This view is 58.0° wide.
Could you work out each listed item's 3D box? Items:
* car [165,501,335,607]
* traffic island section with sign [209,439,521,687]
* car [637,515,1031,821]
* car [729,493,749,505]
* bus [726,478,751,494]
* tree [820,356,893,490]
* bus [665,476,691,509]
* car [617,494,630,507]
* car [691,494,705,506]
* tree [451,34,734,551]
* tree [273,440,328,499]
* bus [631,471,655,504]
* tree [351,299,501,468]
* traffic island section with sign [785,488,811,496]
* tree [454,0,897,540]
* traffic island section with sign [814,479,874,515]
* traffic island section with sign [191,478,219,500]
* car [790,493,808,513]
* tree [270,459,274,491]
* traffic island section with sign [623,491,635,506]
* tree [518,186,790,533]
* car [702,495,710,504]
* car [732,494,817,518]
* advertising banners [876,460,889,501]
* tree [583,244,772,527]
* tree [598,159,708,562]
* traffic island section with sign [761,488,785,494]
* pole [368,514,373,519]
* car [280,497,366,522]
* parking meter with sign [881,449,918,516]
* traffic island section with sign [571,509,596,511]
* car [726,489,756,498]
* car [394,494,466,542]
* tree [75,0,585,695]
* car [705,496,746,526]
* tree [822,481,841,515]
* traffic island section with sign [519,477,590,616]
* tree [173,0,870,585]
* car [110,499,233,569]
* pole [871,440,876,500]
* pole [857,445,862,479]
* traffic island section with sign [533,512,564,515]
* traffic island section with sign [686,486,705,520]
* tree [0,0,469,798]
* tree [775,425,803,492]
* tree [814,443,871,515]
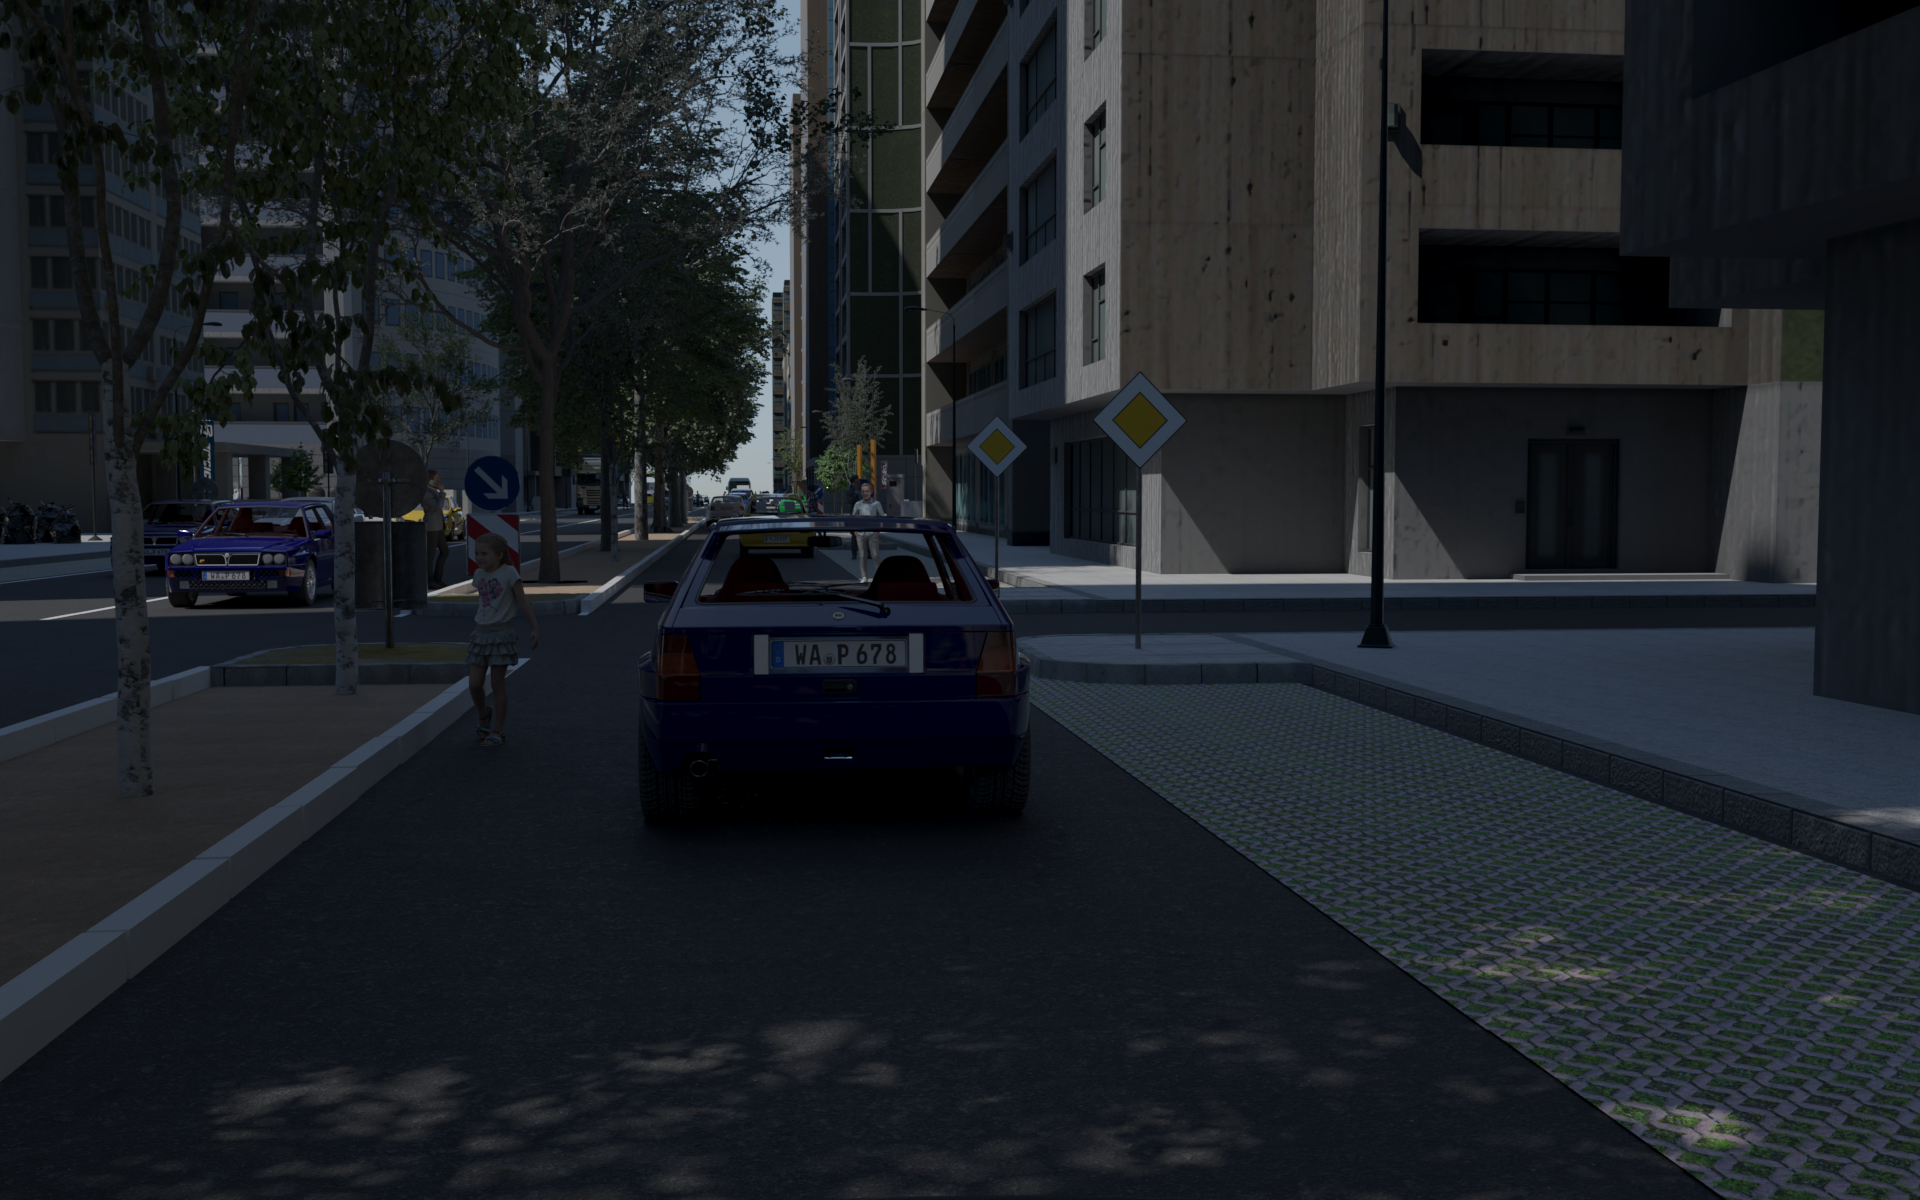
[{"bbox_3d":[-9.328,-0.654,23.270,1.945,1.354,3.894,0,4,-8],"label":"car"},{"bbox_3d":[-4.699,-0.349,13.847,2.006,1.907,1.989,0,4,-7],"label":"traffic island section with sign"},{"bbox_3d":[-0.696,0.218,9.012,1.945,1.354,3.894,0,4,-6],"label":"car"},{"bbox_3d":[-14.452,-6.313,112.802,1.945,1.707,3.694,0,4,-8],"label":"car"},{"bbox_3d":[-25.611,-12.582,200.572,2.948,3.499,13.247,0,4,-8],"label":"bus"},{"bbox_3d":[-5.697,-8.705,92.687,4.360,8.622,3.978,0,3,0],"label":"tree"},{"bbox_3d":[-27.063,-10.384,164.642,2.948,3.499,13.247,0,4,-7],"label":"bus"},{"bbox_3d":[-36.761,-10.737,187.544,2.014,1.417,4.499,0,4,-7],"label":"car"},{"bbox_3d":[-31.479,-12.047,206.762,2.009,1.686,4.222,0,4,-7],"label":"car"},{"bbox_3d":[-8.617,-7.454,42.453,7.486,12.596,7.792,0,3,0],"label":"tree"},{"bbox_3d":[-23.548,-4.138,62.260,1.663,3.219,1.824,0,3,0],"label":"tree"},{"bbox_3d":[-33.830,-12.048,188.526,2.896,3.916,12.252,0,4,-6],"label":"bus"},{"bbox_3d":[-26.137,-9.136,83.788,8.767,10.594,7.601,1,4,8],"label":"tree"},{"bbox_3d":[-6.106,-3.859,71.730,1.989,1.847,2.006,0,4,-7],"label":"traffic island section with sign"},{"bbox_3d":[-8.565,-11.871,52.438,12.611,20.169,13.585,0,3,0],"label":"tree"},{"bbox_3d":[-2.718,-2.224,44.988,1.989,1.847,2.006,0,4,-7],"label":"traffic island section with sign"},{"bbox_3d":[-18.592,-2.066,42.401,1.989,1.847,2.006,0,4,-7],"label":"traffic island section with sign"},{"bbox_3d":[-10.422,-6.069,108.032,1.959,1.807,4.718,-1,4,-9],"label":"car"},{"bbox_3d":[-32.165,-5.362,82.263,1.663,3.219,1.824,0,3,0],"label":"tree"},{"bbox_3d":[-38.672,-11.750,200.733,1.989,1.847,2.006,0,4,-7],"label":"traffic island section with sign"},{"bbox_3d":[-11.086,-8.819,63.661,9.611,12.733,9.660,0,3,0],"label":"tree"},{"bbox_3d":[-35.958,-14.071,242.639,1.945,1.354,3.894,-1,4,-9],"label":"car"},{"bbox_3d":[-4.315,-1.848,40.431,2.015,1.641,3.980,0,4,-7],"label":"car"},{"bbox_3d":[-4.445,-5.678,89.026,2.074,3.025,0.090,-3,5,-44],"label":"advertising banners"},{"bbox_3d":[-12.239,-10.088,74.050,9.857,13.997,8.962,0,3,0],"label":"tree"},{"bbox_3d":[-7.200,-5.079,35.864,4.360,8.622,3.978,0,3,0],"label":"tree"},{"bbox_3d":[-15.820,-8.541,148.274,1.989,1.847,2.006,0,4,-7],"label":"traffic island section with sign"},{"bbox_3d":[-29.994,-5.762,88.055,0.158,3.312,0.155,0,3,0],"label":"pole"},{"bbox_3d":[-14.912,-1.669,39.656,2.083,1.381,4.827,0,4,-6],"label":"car"},{"bbox_3d":[-2.514,-4.317,66.846,1.738,3.016,0.543,0,4,1],"label":"parking meter with sign"},{"bbox_3d":[-31.769,-8.418,146.269,1.989,1.847,2.006,0,4,-7],"label":"traffic island section with sign"},{"bbox_3d":[-15.261,-6.887,121.283,2.281,1.827,5.304,0,4,-7],"label":"car"},{"bbox_3d":[-16.241,-2.621,53.079,2.015,1.641,3.980,-1,4,-9],"label":"car"},{"bbox_3d":[-4.435,-3.638,12.308,4.737,8.622,4.395,0,3,0],"label":"tree"},{"bbox_3d":[-10.516,-4.034,78.320,2.083,1.381,4.827,0,4,-7],"label":"car"},{"bbox_3d":[-8.068,-6.970,108.555,1.663,3.219,1.824,0,3,0],"label":"tree"},{"bbox_3d":[-5.621,-0.799,21.196,2.006,1.907,1.989,0,4,-7],"label":"traffic island section with sign"},{"bbox_3d":[-6.620,-7.011,27.453,12.009,13.543,11.850,0,3,0],"label":"tree"},{"bbox_3d":[-14.261,-1.181,31.884,1.945,1.354,3.894,-1,4,-9],"label":"car"},{"bbox_3d":[-3.256,-4.365,65.211,0.158,3.312,0.155,0,3,0],"label":"pole"},{"bbox_3d":[-4.180,-4.794,72.221,0.158,3.312,0.155,0,3,0],"label":"pole"},{"bbox_3d":[-28.371,-6.783,119.528,1.989,1.847,2.006,0,4,-7],"label":"traffic island section with sign"},{"bbox_3d":[-15.084,-5.358,95.739,2.006,1.907,1.989,0,4,-7],"label":"traffic island section with sign"},{"bbox_3d":[-3.854,-3.357,7.704,4.360,8.622,3.978,0,3,0],"label":"tree"},{"bbox_3d":[-17.089,-14.039,179.900,4.737,8.622,4.395,0,3,0],"label":"tree"},{"bbox_3d":[-7.025,-7.345,103.811,4.285,4.588,4.351,0,3,0],"label":"tree"}]
